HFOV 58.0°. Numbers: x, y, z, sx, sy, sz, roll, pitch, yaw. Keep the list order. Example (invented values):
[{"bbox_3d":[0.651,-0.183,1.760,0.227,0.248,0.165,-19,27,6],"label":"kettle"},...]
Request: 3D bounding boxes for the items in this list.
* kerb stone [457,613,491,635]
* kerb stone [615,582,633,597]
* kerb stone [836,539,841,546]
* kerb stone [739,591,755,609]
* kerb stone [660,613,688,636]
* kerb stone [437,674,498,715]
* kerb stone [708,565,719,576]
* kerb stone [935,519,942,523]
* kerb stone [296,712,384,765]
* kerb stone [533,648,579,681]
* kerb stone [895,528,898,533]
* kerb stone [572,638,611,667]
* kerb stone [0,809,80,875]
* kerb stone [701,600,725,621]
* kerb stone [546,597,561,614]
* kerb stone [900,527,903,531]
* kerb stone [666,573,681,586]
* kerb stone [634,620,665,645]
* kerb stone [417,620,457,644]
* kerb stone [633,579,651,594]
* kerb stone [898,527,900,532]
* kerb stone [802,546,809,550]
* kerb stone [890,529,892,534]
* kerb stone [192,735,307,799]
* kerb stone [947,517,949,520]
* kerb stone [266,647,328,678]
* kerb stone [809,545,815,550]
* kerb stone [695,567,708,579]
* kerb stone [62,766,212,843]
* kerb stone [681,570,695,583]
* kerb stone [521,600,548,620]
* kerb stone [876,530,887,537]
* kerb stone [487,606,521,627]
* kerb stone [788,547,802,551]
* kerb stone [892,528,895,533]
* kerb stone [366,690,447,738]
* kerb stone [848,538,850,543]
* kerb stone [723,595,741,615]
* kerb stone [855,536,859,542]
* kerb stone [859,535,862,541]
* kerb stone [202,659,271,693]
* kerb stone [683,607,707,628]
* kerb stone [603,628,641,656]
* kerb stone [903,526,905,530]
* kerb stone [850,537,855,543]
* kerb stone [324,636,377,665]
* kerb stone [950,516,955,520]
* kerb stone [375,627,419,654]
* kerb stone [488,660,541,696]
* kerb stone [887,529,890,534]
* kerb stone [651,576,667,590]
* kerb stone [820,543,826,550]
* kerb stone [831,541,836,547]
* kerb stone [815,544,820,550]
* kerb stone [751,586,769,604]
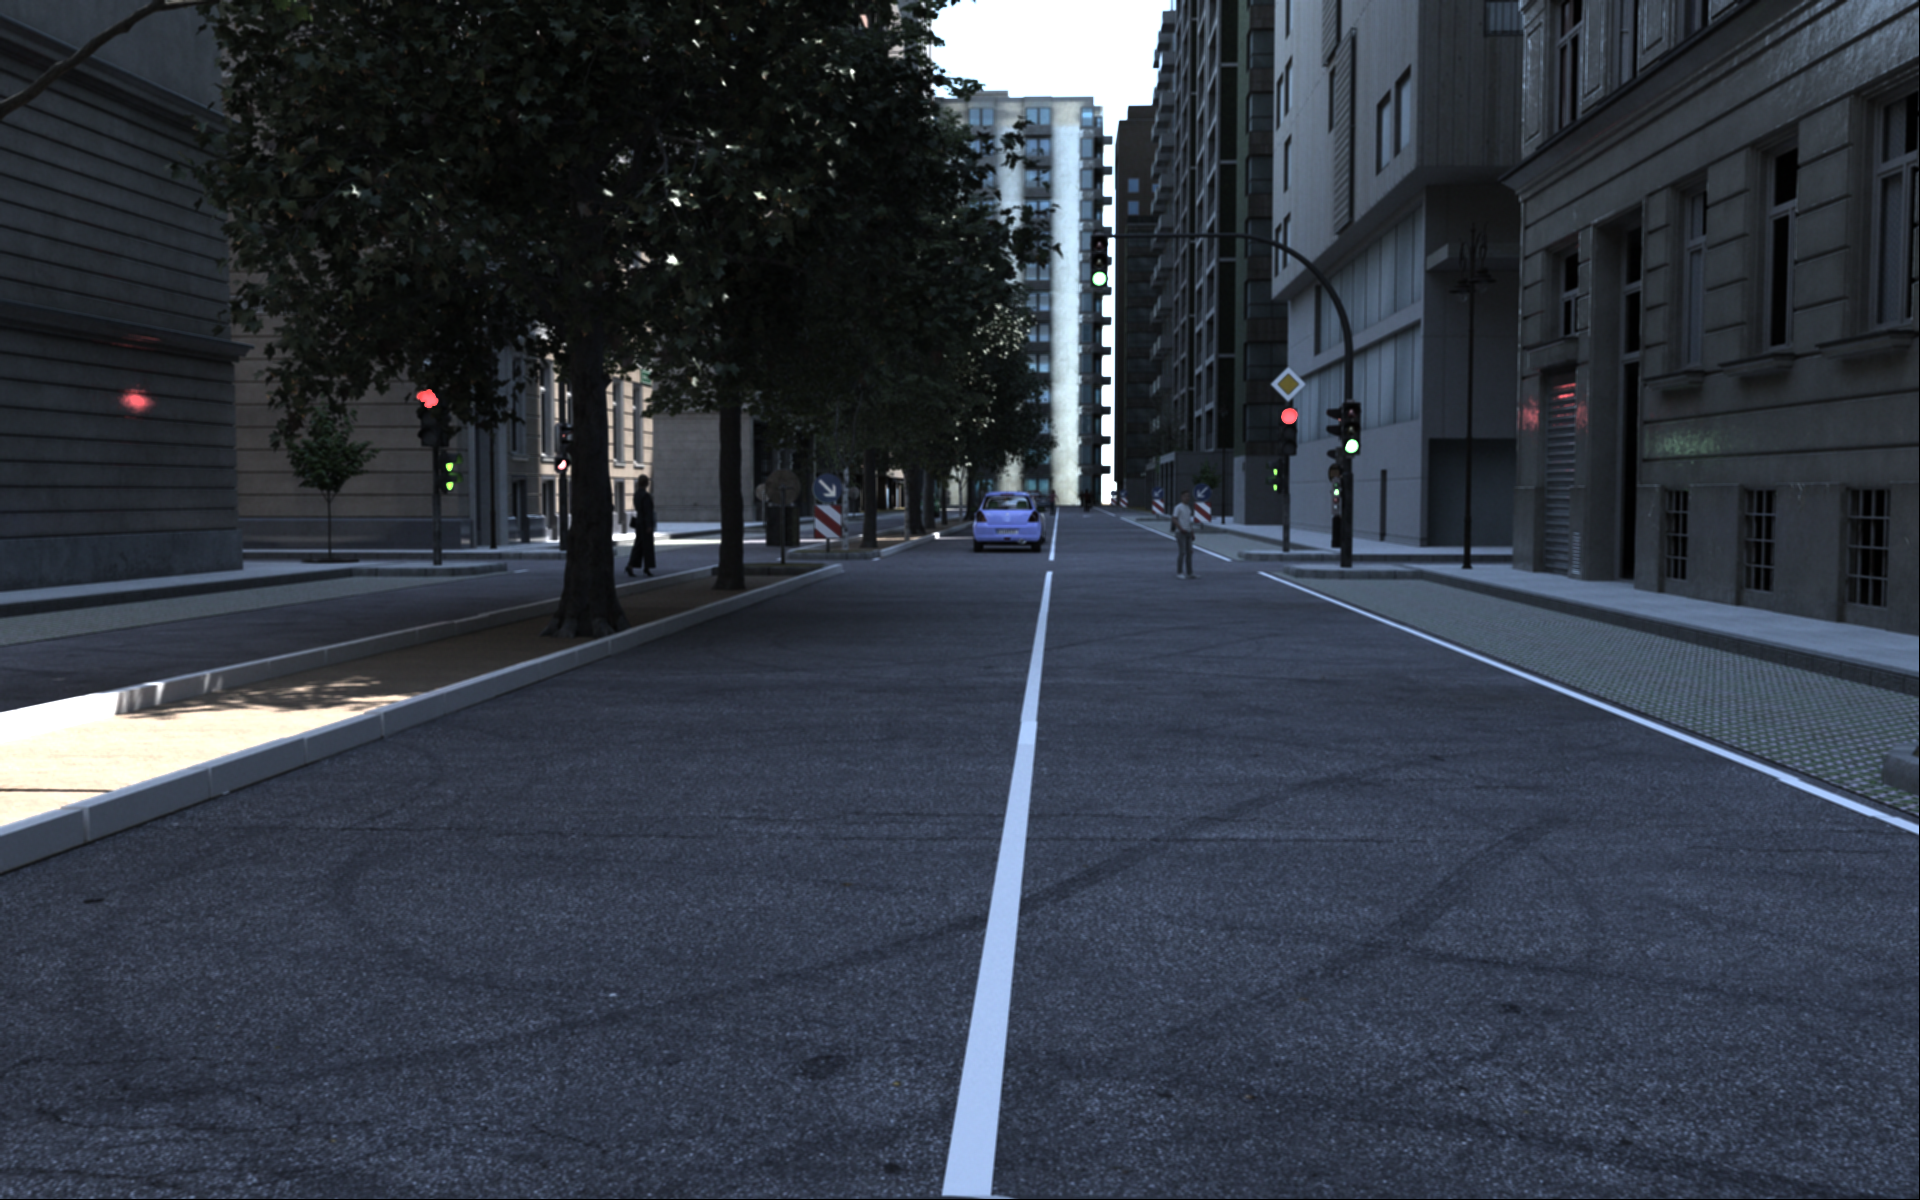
[{"bbox_3d":[-5.105,0.273,17.942,0.120,0.150,1.000,0,4,3],"label":"kerb stone"},{"bbox_3d":[-4.762,-0.115,24.072,0.120,0.150,1.000,0,4,3],"label":"kerb stone"},{"bbox_3d":[-3.430,-1.524,47.147,0.120,0.150,1.000,0,4,3],"label":"kerb stone"},{"bbox_3d":[-2.773,0.017,21.951,0.120,0.150,1.000,0,4,3],"label":"kerb stone"},{"bbox_3d":[-3.003,0.265,17.857,0.120,0.150,1.000,0,4,3],"label":"kerb stone"},{"bbox_3d":[-3.359,0.643,11.702,0.120,0.150,1.000,0,4,3],"label":"kerb stone"},{"bbox_3d":[-4.399,-0.490,30.203,0.120,0.150,1.000,0,4,3],"label":"kerb stone"},{"bbox_3d":[-1.068,-4.031,88.104,0.120,0.150,1.000,0,4,3],"label":"kerb stone"},{"bbox_3d":[-3.481,0.774,9.651,0.120,0.150,1.000,0,4,3],"label":"kerb stone"},{"bbox_3d":[-3.247,0.522,13.753,0.120,0.150,1.000,0,4,3],"label":"kerb stone"},{"bbox_3d":[-2.488,-2.521,63.510,0.120,0.150,1.000,0,4,3],"label":"kerb stone"},{"bbox_3d":[-3.186,0.460,14.779,0.120,0.150,1.000,0,4,3],"label":"kerb stone"},{"bbox_3d":[-3.665,0.959,6.572,0.120,0.150,1.000,0,4,3],"label":"kerb stone"},{"bbox_3d":[-2.891,0.140,19.903,0.120,0.150,1.000,0,4,3],"label":"kerb stone"},{"bbox_3d":[-4.931,0.072,21.011,0.120,0.150,1.000,0,4,3],"label":"kerb stone"},{"bbox_3d":[-2.363,-2.652,65.555,0.120,0.150,1.000,0,4,3],"label":"kerb stone"},{"bbox_3d":[-4.577,-0.302,27.136,0.120,0.150,1.000,0,4,3],"label":"kerb stone"},{"bbox_3d":[-3.066,0.328,16.831,0.120,0.150,1.000,0,4,3],"label":"kerb stone"},{"bbox_3d":[-5.169,0.323,16.916,0.120,0.150,1.000,0,4,3],"label":"kerb stone"},{"bbox_3d":[-4.692,-0.177,25.092,0.120,0.150,1.000,0,4,3],"label":"kerb stone"},{"bbox_3d":[-2.420,-2.590,64.534,0.120,0.150,1.000,0,4,3],"label":"kerb stone"},{"bbox_3d":[-3.778,-1.147,40.998,0.120,0.150,1.000,0,4,3],"label":"kerb stone"},{"bbox_3d":[-2.600,-2.399,61.463,0.120,0.150,1.000,0,4,3],"label":"kerb stone"},{"bbox_3d":[-3.542,0.830,8.627,0.120,0.150,1.000,0,4,3],"label":"kerb stone"},{"bbox_3d":[-0.824,-4.280,92.194,0.120,0.150,1.000,0,4,3],"label":"kerb stone"},{"bbox_3d":[-5.348,0.514,13.849,0.120,0.150,1.000,0,4,3],"label":"kerb stone"},{"bbox_3d":[-3.719,-1.213,42.023,0.120,0.150,1.000,0,4,3],"label":"kerb stone"},{"bbox_3d":[-4.457,-0.427,29.183,0.120,0.150,1.000,0,4,3],"label":"kerb stone"},{"bbox_3d":[-3.603,0.894,7.607,0.120,0.150,1.000,0,4,3],"label":"kerb stone"},{"bbox_3d":[-4.517,-0.365,28.157,0.120,0.150,1.000,0,4,3],"label":"kerb stone"},{"bbox_3d":[-4.991,0.137,19.982,0.120,0.150,1.000,0,4,3],"label":"kerb stone"},{"bbox_3d":[-2.713,-2.277,59.421,0.120,0.150,1.000,0,4,3],"label":"kerb stone"},{"bbox_3d":[-5.049,0.198,18.962,0.120,0.150,1.000,0,4,3],"label":"kerb stone"},{"bbox_3d":[-3.838,-1.087,39.974,0.120,0.150,1.000,0,4,3],"label":"kerb stone"},{"bbox_3d":[-2.545,-2.464,62.487,0.120,0.150,1.000,0,4,3],"label":"kerb stone"},{"bbox_3d":[-3.418,0.704,10.682,0.120,0.150,1.000,0,4,3],"label":"kerb stone"},{"bbox_3d":[-3.310,-1.650,49.188,0.120,0.150,1.000,0,4,3],"label":"kerb stone"},{"bbox_3d":[-2.828,0.079,20.931,0.120,0.150,1.000,0,4,3],"label":"kerb stone"},{"bbox_3d":[-3.186,-1.775,51.237,0.120,0.150,1.000,0,4,3],"label":"kerb stone"},{"bbox_3d":[-3.126,-1.839,52.258,0.120,0.150,1.000,0,4,3],"label":"kerb stone"},{"bbox_3d":[-5.412,0.575,12.829,0.120,0.150,1.000,0,4,3],"label":"kerb stone"},{"bbox_3d":[-2.950,0.207,18.883,0.120,0.150,1.000,0,4,3],"label":"kerb stone"},{"bbox_3d":[-3.119,0.394,15.805,0.120,0.150,1.000,0,4,3],"label":"kerb stone"},{"bbox_3d":[-2.308,-2.711,66.582,0.120,0.150,1.000,0,4,3],"label":"kerb stone"},{"bbox_3d":[-3.250,-1.713,50.209,0.120,0.150,1.000,0,4,3],"label":"kerb stone"},{"bbox_3d":[-5.283,0.450,14.869,0.120,0.150,1.000,0,4,3],"label":"kerb stone"},{"bbox_3d":[-0.534,-4.590,97.306,0.120,0.150,1.000,0,4,3],"label":"kerb stone"},{"bbox_3d":[-5.230,0.387,15.889,0.120,0.150,1.000,0,4,3],"label":"kerb stone"},{"bbox_3d":[-3.306,0.582,12.733,0.120,0.150,1.000,0,4,3],"label":"kerb stone"},{"bbox_3d":[-2.655,-2.336,60.442,0.120,0.150,1.000,0,4,3],"label":"kerb stone"},{"bbox_3d":[-4.637,-0.240,26.116,0.120,0.150,1.000,0,4,3],"label":"kerb stone"},{"bbox_3d":[-3.602,-1.338,44.073,0.120,0.150,1.000,0,4,3],"label":"kerb stone"},{"bbox_3d":[-3.485,-1.464,46.126,0.120,0.150,1.000,0,4,3],"label":"kerb stone"},{"bbox_3d":[-3.660,-1.273,43.048,0.120,0.150,1.000,0,4,3],"label":"kerb stone"},{"bbox_3d":[-2.717,-0.048,22.973,0.120,0.150,1.000,0,4,3],"label":"kerb stone"}]
